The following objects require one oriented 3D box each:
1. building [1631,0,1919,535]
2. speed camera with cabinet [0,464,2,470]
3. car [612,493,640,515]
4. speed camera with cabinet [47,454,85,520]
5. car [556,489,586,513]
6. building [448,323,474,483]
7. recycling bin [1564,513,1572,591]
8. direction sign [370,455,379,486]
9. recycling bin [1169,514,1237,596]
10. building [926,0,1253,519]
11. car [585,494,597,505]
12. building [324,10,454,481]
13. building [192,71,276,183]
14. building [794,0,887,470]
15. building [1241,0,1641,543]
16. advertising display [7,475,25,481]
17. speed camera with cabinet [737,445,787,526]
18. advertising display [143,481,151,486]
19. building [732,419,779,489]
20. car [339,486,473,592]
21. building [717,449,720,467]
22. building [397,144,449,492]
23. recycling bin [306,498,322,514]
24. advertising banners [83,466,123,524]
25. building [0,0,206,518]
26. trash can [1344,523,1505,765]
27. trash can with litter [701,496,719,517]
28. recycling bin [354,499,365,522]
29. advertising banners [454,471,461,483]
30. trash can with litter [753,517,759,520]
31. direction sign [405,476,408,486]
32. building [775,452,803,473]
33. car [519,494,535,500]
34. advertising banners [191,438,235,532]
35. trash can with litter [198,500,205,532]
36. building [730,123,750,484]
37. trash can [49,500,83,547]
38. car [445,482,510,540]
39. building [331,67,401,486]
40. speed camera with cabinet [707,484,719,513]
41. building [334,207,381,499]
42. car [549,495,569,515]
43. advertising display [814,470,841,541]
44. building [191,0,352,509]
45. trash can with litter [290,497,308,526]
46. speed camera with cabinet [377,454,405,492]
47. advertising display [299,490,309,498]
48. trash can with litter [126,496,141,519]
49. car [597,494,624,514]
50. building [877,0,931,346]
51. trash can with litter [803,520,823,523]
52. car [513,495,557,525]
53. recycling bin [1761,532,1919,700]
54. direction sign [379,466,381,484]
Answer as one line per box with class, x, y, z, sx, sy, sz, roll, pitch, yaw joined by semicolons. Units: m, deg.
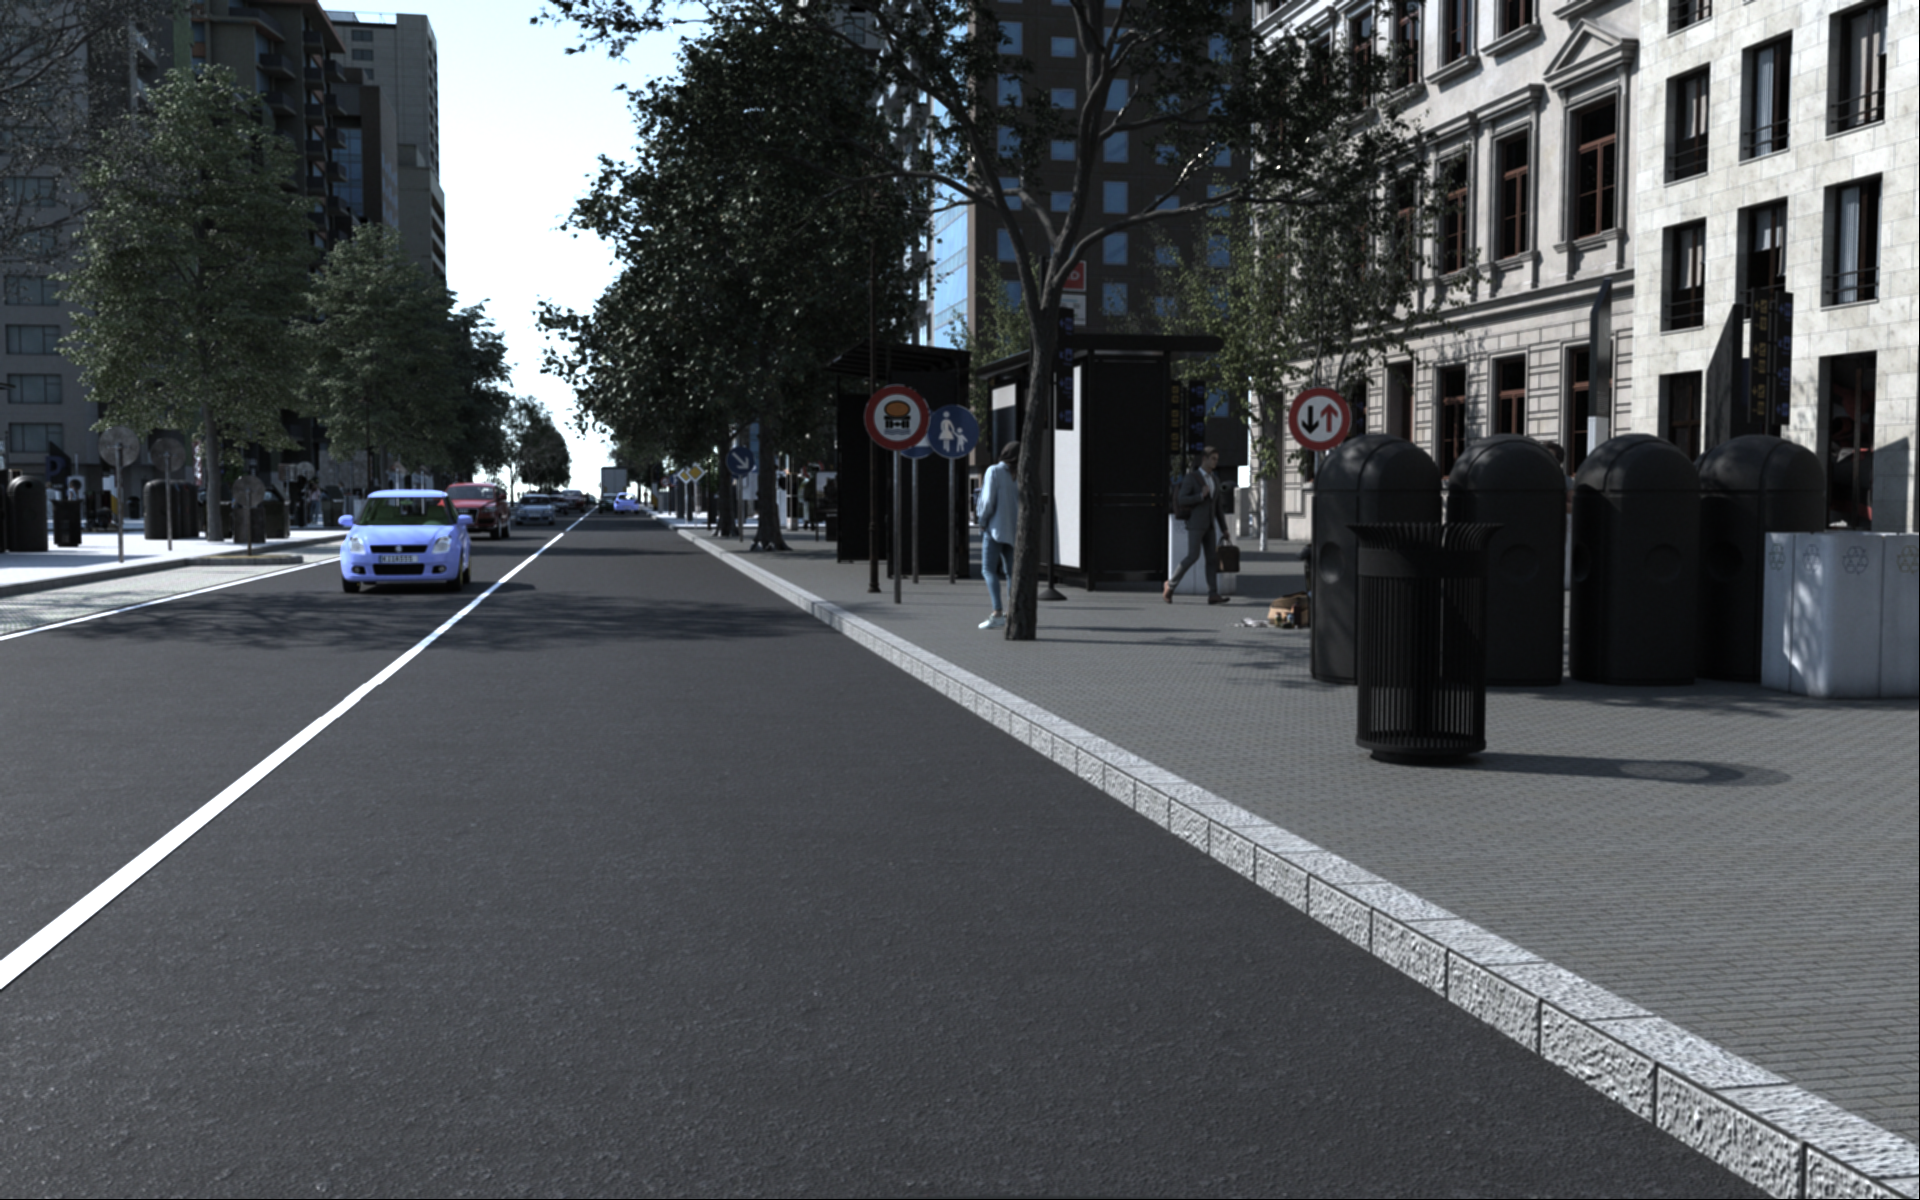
building;18.500;-10.270;22.674;10.420;20.320;16.860;-1;4;-11
speed camera with cabinet;-28.685;-3.404;49.985;2.038;3.252;0.660;1;4;15
car;-23.519;-6.875;121.995;1.945;1.707;3.694;-1;4;-12
speed camera with cabinet;-44.241;-5.560;85.248;2.038;3.252;0.660;-1;4;-16
car;-30.291;-7.730;135.060;2.281;1.827;5.304;-1;4;-10
building;-87.114;-31.194;281.728;14.160;30.474;14.107;-1;4;-11
recycling bin;8.178;-0.660;23.340;0.722;1.027;0.722;-1;4;-9
direction sign;-34.448;-6.693;101.429;0.379;3.537;0.876;-2;4;-25
recycling bin;3.108;-0.588;22.174;0.722;1.027;0.722;1;4;22
building;6.349;-27.041;92.236;14.200;45.320;14.600;-1;4;-11
car;-48.520;-13.127;226.421;2.131;1.459;4.920;-1;4;-11
building;-87.339;-50.413;262.507;20.563;71.187;20.611;-1;4;-11
building;-55.547;-21.251;119.149;14.160;30.474;14.107;-1;4;-11
building;-1.766;-35.350;167.203;28.713;52.752;27.495;-1;4;-11
building;15.285;-12.547;41.308;11.583;22.565;21.152;-1;4;-11
advertising display;-31.750;-3.235;58.099;0.974;1.923;0.123;1;4;15
speed camera with cabinet;-8.037;-4.646;70.292;2.038;3.252;0.660;2;4;25
advertising display;-39.643;-4.856;84.613;0.123;1.923;0.974;0;4;-8
building;-26.133;-36.966;254.510;14.600;45.320;14.200;-1;4;-11
car;-8.433;-1.035;26.506;1.945;1.707;3.694;-1;4;-13
building;-34.706;-32.090;296.376;14.160;30.474;14.107;-1;4;-11
building;-83.481;-37.783;241.458;21.300;48.544;21.600;-1;4;-11
recycling bin;-42.356;-6.173;113.487;0.722;1.027;0.722;2;4;32
advertising banners;-35.456;-4.625;71.814;0.090;3.025;2.074;1;4;22
building;-50.879;-25.159;94.939;14.154;41.232;14.086;-1;4;-11
trash can;2.237;0.200;8.387;0.748;1.137;0.748;0;3;0
trash can with litter;-13.492;-5.337;98.313;2.233;1.210;1.678;0;4;1
recycling bin;-27.353;-4.096;79.519;0.722;1.027;0.722;-3;5;-41
advertising banners;-34.028;-7.565;119.878;2.074;3.025;0.090;0;4;-3
trash can with litter;-9.701;-4.537;85.241;1.678;1.210;2.233;1;4;21
direction sign;-40.126;-8.154;125.315;0.876;3.537;0.379;1;4;9
building;-10.131;-33.018;194.462;22.147;44.769;28.867;-1;4;-11
car;-37.811;-8.608;152.737;2.014;1.417;4.499;-1;4;-13
advertising banners;-23.109;-3.509;53.561;2.074;3.025;0.090;2;4;33
trash can with litter;-25.789;-2.898;58.764;0.624;1.170;1.055;2;4;24
building;-26.948;-44.864;275.530;21.231;58.520;28.212;-1;4;-11
trash can;-21.720;-1.864;42.134;0.748;1.137;0.748;0;3;0
car;-15.681;-2.879;55.746;2.281;1.827;5.304;-1;4;-10
building;-67.981;-32.738;185.381;14.600;45.320;14.200;-1;4;-11
speed camera with cabinet;-16.768;-7.560;117.936;0.660;3.252;2.038;0;4;4
building;-66.008;-24.472;171.821;14.160;30.474;14.107;-1;4;-11
car;-27.901;-6.531;119.367;1.945;1.354;3.894;-1;4;-12
advertising display;-3.461;-2.552;46.939;0.974;1.923;0.123;-1;4;-13
building;-65.348;-30.264;149.443;22.147;44.769;28.867;-1;4;-11
trash can with litter;-26.669;-3.552;69.468;1.055;1.170;0.624;2;4;24
speed camera with cabinet;-28.521;-5.653;86.757;0.660;3.252;2.038;-3;5;-42
advertising display;-49.648;-7.719;131.420;0.974;1.923;0.123;-3;5;-43
trash can with litter;-42.452;-4.748;89.018;0.624;1.170;1.055;-1;4;-17
car;-25.377;-6.991;126.102;2.131;1.459;4.920;-1;4;-12
building;5.797;-31.420;133.321;23.786;49.044;30.456;-1;4;-11
trash can with litter;-6.522;-4.058;77.739;1.055;1.170;0.624;-3;5;-44
car;-19.882;-4.227;81.108;2.014;1.417;4.499;-1;4;-12
recycling bin;5.695;0.086;11.154;0.722;1.027;0.722;0;4;-8
direction sign;-46.341;-8.969;138.636;0.379;3.537;0.876;0;4;6
